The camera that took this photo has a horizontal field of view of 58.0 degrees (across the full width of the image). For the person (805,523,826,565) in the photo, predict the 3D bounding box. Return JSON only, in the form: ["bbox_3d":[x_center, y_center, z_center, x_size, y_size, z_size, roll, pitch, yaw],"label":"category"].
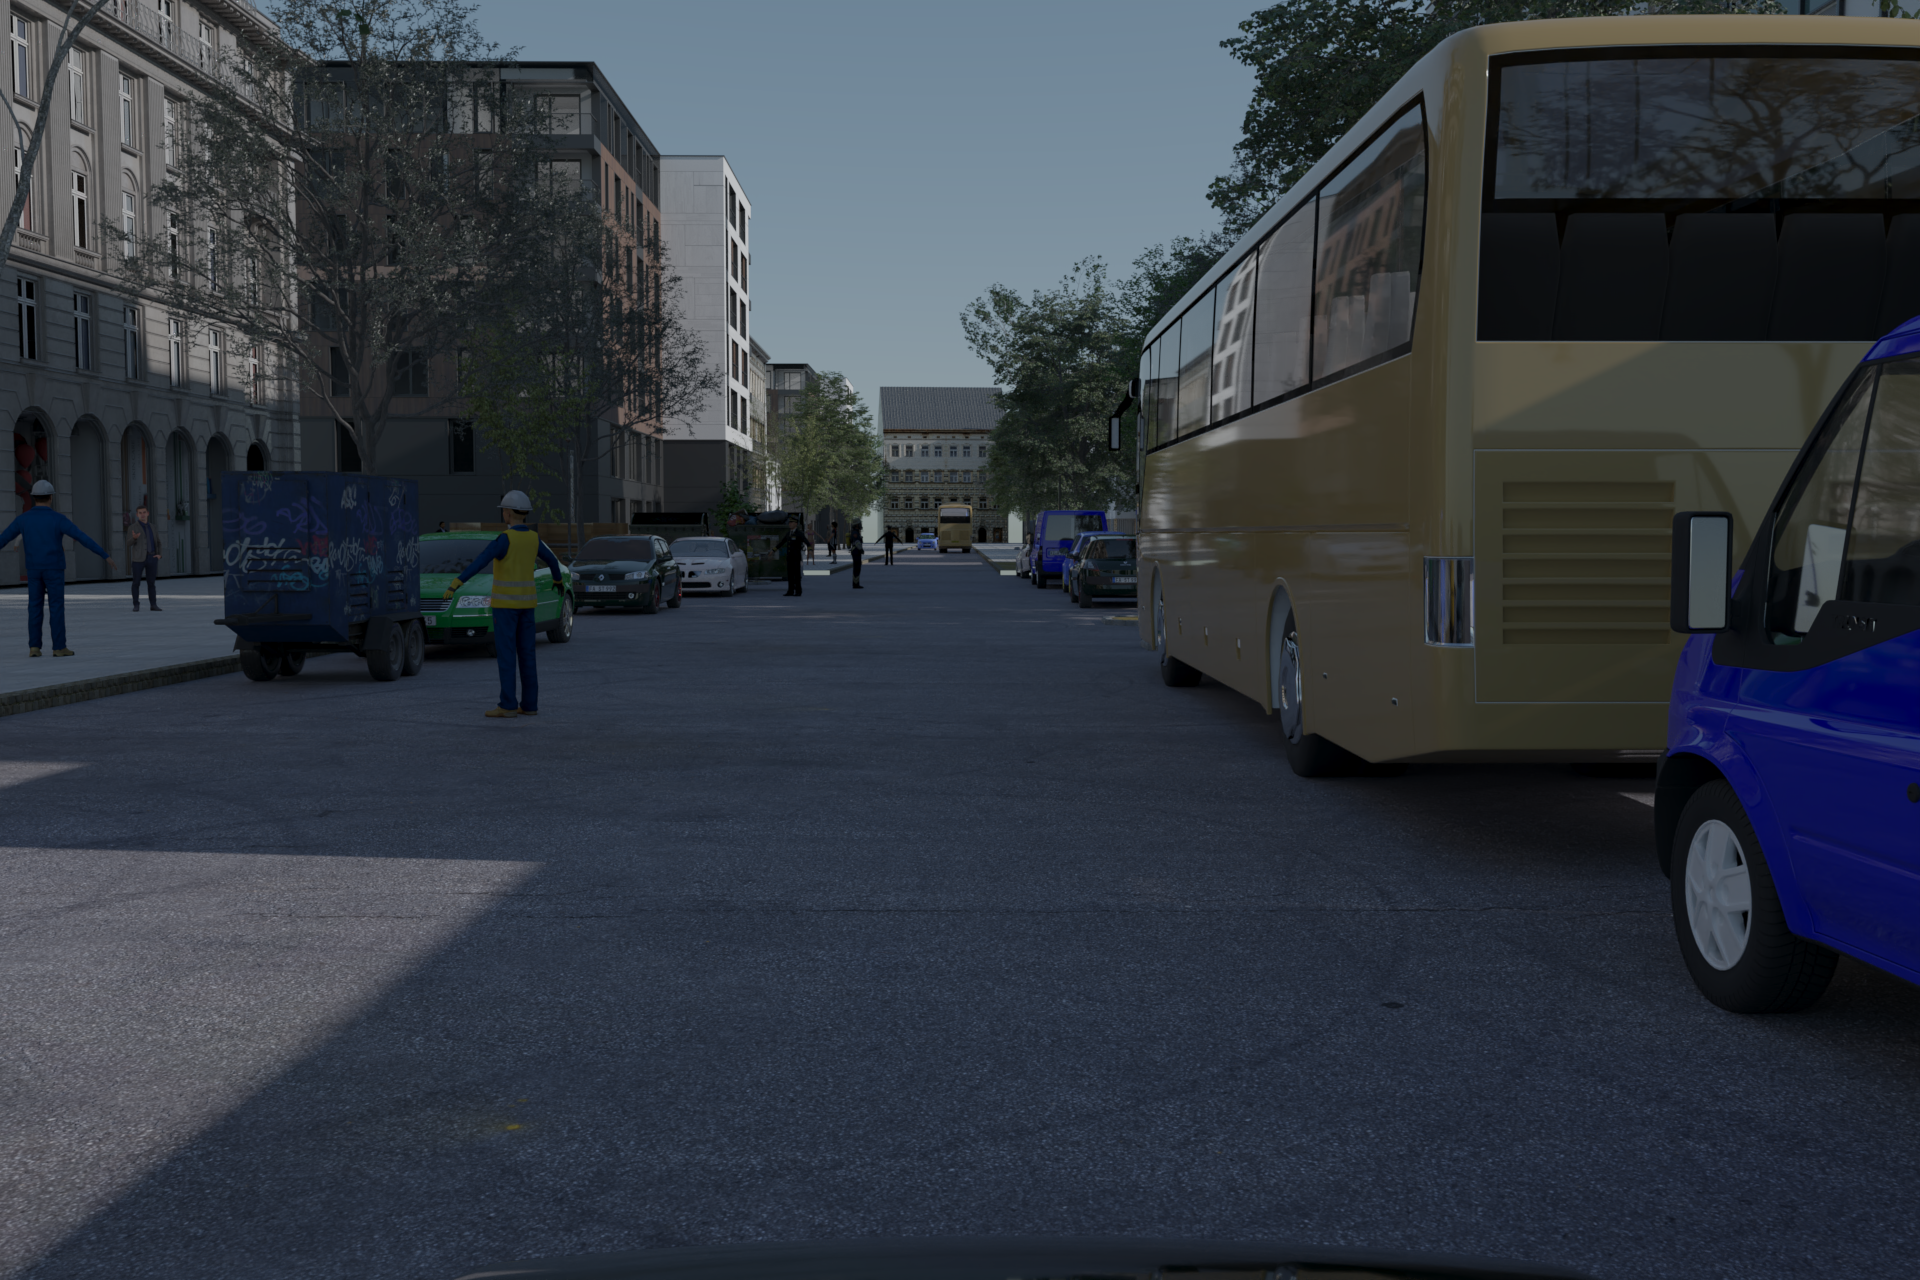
[{"bbox_3d":[-6.191,-3.981,71.894,1.217,1.733,0.721,-1,4,-13],"label":"person"}]

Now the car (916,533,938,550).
[{"bbox_3d":[-2.882,-8.773,153.027,1.945,1.707,3.694,0,3,0],"label":"car"}]

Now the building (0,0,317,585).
[{"bbox_3d":[-27.943,-12.565,46.102,13.314,22.015,24.055,0,3,0],"label":"building"}]

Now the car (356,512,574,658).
[{"bbox_3d":[-6.054,-0.774,21.455,1.959,1.807,4.718,0,4,0],"label":"car"}]

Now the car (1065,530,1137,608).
[{"bbox_3d":[3.158,-1.537,34.915,2.009,1.686,4.222,0,4,0],"label":"car"}]

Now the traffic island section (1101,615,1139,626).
[{"bbox_3d":[3.294,-0.303,27.828,1.991,0.108,1.994,0,4,0],"label":"traffic island section"}]

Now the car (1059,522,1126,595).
[{"bbox_3d":[3.357,-1.942,41.344,1.945,1.707,3.694,0,4,0],"label":"car"}]

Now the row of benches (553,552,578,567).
[{"bbox_3d":[-15.009,-2.849,62.042,4.104,0.672,1.422,1,4,18],"label":"row of benches"}]

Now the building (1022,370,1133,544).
[{"bbox_3d":[22.130,-23.609,229.982,27.936,21.610,32.646,0,4,0],"label":"building"}]

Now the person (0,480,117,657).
[{"bbox_3d":[-9.564,-0.749,18.130,1.347,1.842,0.705,0,4,-7],"label":"person"}]

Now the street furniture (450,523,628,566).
[{"bbox_3d":[-16.689,-3.907,70.727,11.010,1.723,9.812,3,4,36],"label":"street furniture"}]

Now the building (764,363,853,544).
[{"bbox_3d":[-28.697,-23.213,223.500,27.936,21.610,32.646,0,3,0],"label":"building"}]

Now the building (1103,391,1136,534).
[{"bbox_3d":[21.384,-20.757,195.792,16.016,20.090,11.380,0,3,0],"label":"building"}]

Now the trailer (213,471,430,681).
[{"bbox_3d":[-6.198,-0.574,16.431,1.471,1.999,3.904,0,3,0],"label":"trailer"}]

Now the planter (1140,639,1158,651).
[{"bbox_3d":[3.302,-0.039,21.780,1.991,0.319,1.994,0,4,0],"label":"planter"}]

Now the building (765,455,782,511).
[{"bbox_3d":[-24.223,-15.280,191.968,9.099,9.664,28.070,0,4,1],"label":"building"}]

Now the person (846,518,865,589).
[{"bbox_3d":[-2.680,-2.277,45.470,0.705,1.856,1.354,0,4,-8],"label":"person"}]

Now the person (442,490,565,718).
[{"bbox_3d":[-3.560,-0.289,13.655,0.721,1.772,1.216,2,4,33],"label":"person"}]

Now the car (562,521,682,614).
[{"bbox_3d":[-6.277,-1.373,32.237,2.009,1.686,4.222,0,4,0],"label":"car"}]

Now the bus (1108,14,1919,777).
[{"bbox_3d":[3.126,-1.314,13.029,2.896,3.916,12.252,0,4,0],"label":"bus"}]

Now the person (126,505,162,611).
[{"bbox_3d":[-13.447,-1.350,28.651,0.617,1.759,0.750,-3,5,-40],"label":"person"}]

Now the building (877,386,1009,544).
[{"bbox_3d":[-2.834,-25.902,256.883,18.063,23.208,19.493,0,4,-5],"label":"building"}]

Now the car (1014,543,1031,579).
[{"bbox_3d":[2.850,-2.736,57.095,2.083,1.381,4.827,0,4,-1],"label":"car"}]

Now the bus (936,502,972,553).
[{"bbox_3d":[-0.432,-8.668,133.275,2.896,3.916,12.252,0,4,-1],"label":"bus"}]

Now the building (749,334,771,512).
[{"bbox_3d":[-25.767,-18.851,139.139,19.493,23.208,18.063,0,4,-1],"label":"building"}]

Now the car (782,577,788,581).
[{"bbox_3d":[-6.037,-2.771,54.104,1.959,1.807,4.718,0,3,0],"label":"car"}]

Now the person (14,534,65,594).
[{"bbox_3d":[-19.826,-1.884,37.262,1.216,1.778,0.721,1,4,11],"label":"person"}]

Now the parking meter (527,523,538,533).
[{"bbox_3d":[-9.984,-1.947,40.240,0.372,1.533,0.369,0,3,0],"label":"parking meter"}]

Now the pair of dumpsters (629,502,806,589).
[{"bbox_3d":[-6.193,-2.409,44.336,4.436,2.255,1.574,0,4,0],"label":"pair of dumpsters"}]

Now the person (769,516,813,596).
[{"bbox_3d":[-3.847,-1.925,39.873,1.347,1.837,0.705,3,4,37],"label":"person"}]

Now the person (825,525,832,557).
[{"bbox_3d":[-7.427,-5.622,98.053,0.705,1.813,1.348,-1,4,-14],"label":"person"}]

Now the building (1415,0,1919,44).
[{"bbox_3d":[28.181,-14.948,50.965,21.656,26.213,47.522,0,3,0],"label":"building"}]

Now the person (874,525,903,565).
[{"bbox_3d":[-3.253,-4.341,79.360,1.347,1.837,0.705,-1,4,-13],"label":"person"}]

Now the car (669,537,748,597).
[{"bbox_3d":[-6.120,-1.753,41.021,2.083,1.381,4.827,0,4,0],"label":"car"}]

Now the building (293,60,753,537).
[{"bbox_3d":[-26.596,-15.132,91.377,27.936,21.610,32.646,0,4,-1],"label":"building"}]

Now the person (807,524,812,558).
[{"bbox_3d":[-7.962,-5.216,91.460,0.705,1.806,1.347,0,4,-4],"label":"person"}]
